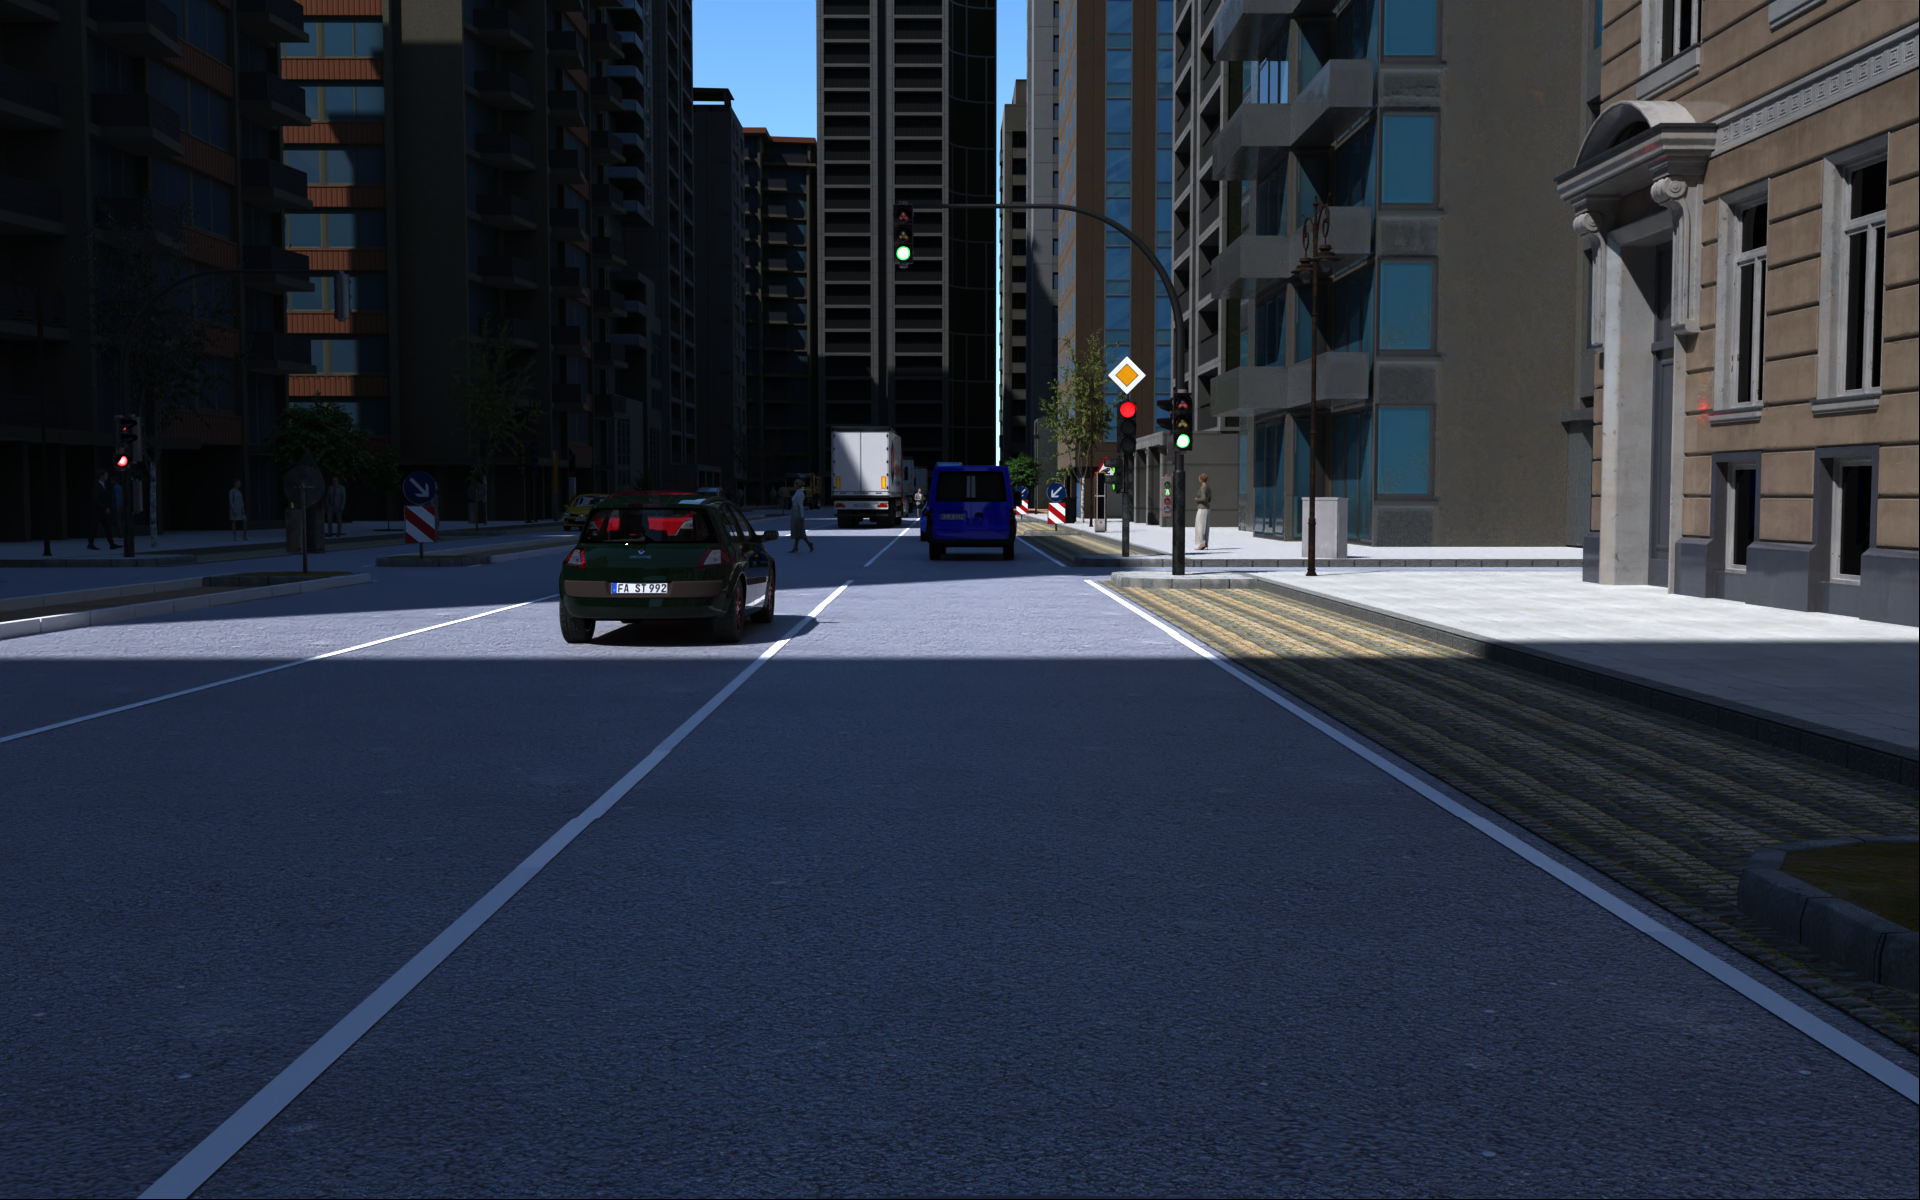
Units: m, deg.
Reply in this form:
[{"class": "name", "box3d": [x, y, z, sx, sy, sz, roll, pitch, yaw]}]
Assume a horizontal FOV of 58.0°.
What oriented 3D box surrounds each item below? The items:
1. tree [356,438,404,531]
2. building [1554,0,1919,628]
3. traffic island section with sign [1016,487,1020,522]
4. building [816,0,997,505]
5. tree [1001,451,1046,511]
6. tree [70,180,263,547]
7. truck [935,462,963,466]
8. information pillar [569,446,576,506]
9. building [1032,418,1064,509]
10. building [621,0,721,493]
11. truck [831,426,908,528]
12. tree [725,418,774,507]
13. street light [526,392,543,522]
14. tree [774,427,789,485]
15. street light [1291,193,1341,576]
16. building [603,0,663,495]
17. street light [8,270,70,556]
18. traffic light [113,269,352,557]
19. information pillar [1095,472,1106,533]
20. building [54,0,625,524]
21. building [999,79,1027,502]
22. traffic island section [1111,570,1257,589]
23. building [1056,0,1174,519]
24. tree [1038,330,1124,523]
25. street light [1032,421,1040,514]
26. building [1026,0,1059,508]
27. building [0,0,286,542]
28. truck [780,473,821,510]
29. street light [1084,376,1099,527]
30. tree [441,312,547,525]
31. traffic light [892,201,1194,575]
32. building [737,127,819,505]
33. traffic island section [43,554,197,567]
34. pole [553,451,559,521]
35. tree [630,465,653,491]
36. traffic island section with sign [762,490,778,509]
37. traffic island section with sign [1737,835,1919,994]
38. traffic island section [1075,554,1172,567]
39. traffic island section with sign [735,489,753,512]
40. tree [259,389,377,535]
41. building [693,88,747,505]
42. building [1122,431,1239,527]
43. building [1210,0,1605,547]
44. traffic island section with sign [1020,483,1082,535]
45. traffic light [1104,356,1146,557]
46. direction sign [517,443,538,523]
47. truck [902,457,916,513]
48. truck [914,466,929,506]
[{"class": "tree", "box3d": [-19.858, -4.019, 60.309, 1.663, 3.219, 1.824, 0, 3, 0]}, {"class": "building", "box3d": [15.437, -14.007, 14.912, 13.634, 28.700, 20.117, 0, 4, 0]}, {"class": "traffic island section with sign", "box3d": [3.000, -4.852, 87.959, 1.989, 1.847, 2.006, 0, 4, 0]}, {"class": "building", "box3d": [-5.979, -46.880, 204.744, 20.611, 71.187, 20.563, 0, 4, 0]}, {"class": "tree", "box3d": [4.877, -9.091, 132.357, 4.285, 4.588, 4.351, 0, 3, 0]}, {"class": "tree", "box3d": [-19.295, -5.583, 41.644, 4.360, 8.622, 3.978, 0, 3, 0]}, {"class": "truck", "box3d": [-1.048, -9.145, 139.278, 2.967, 4.110, 18.799, 0, 4, 1]}, {"class": "information pillar", "box3d": [-18.973, -5.712, 84.741, 0.504, 3.616, 0.183, 3, 5, 45]}, {"class": "building", "box3d": [17.776, -50.557, 139.281, 22.319, 86.520, 31.000, 0, 4, 0]}, {"class": "building", "box3d": [-31.856, -43.562, 150.497, 20.563, 71.187, 20.611, 0, 4, 0]}, {"class": "truck", "box3d": [-3.964, -5.390, 77.041, 2.839, 4.237, 11.283, 0, 4, 1]}, {"class": "tree", "box3d": [-20.656, -13.317, 168.097, 4.360, 8.622, 3.978, 0, 3, 0]}, {"class": "street light", "box3d": [-19.237, -6.460, 78.405, 0.468, 5.910, 1.993, 0, 4, 0]}, {"class": "tree", "box3d": [-20.393, -14.531, 187.938, 4.360, 8.622, 3.978, 0, 3, 0]}, {"class": "street light", "box3d": [5.508, -3.314, 26.971, 0.468, 5.910, 1.993, 0, 4, 0]}, {"class": "building", "box3d": [-33.458, -49.638, 124.259, 22.319, 86.520, 31.000, 0, 4, 0]}, {"class": "street light", "box3d": [-18.987, -3.857, 35.855, 0.468, 5.910, 1.993, 0, 4, 0]}, {"class": "traffic light", "box3d": [-14.801, -3.701, 35.179, 4.771, 5.953, 1.251, 0, 4, 0]}, {"class": "information pillar", "box3d": [4.682, -3.265, 57.883, 0.304, 2.012, 0.304, 0, 4, -8]}, {"class": "building", "box3d": [-30.657, -26.894, 94.347, 22.147, 44.769, 28.867, 0, 4, 0]}, {"class": "building", "box3d": [15.433, -35.639, 206.393, 21.600, 48.544, 21.300, 0, 4, 0]}, {"class": "traffic island section", "box3d": [3.472, -0.315, 27.433, 2.009, 0.180, 2.903, 0, 4, 0]}, {"class": "building", "box3d": [12.808, -27.252, 95.676, 14.600, 45.320, 14.200, 0, 4, 0]}, {"class": "tree", "box3d": [5.468, -7.767, 77.349, 4.737, 8.622, 4.395, 0, 3, 0]}, {"class": "street light", "box3d": [4.822, -8.377, 109.759, 0.468, 5.910, 1.993, 0, 4, 0]}, {"class": "building", "box3d": [16.989, -38.390, 169.681, 21.231, 58.520, 28.212, 0, 4, 0]}, {"class": "building", "box3d": [-34.731, -24.520, 55.519, 22.147, 44.769, 28.867, 0, 4, 0]}, {"class": "truck", "box3d": [-14.730, -10.169, 162.192, 3.469, 3.379, 9.791, 0, 4, 1]}, {"class": "street light", "box3d": [5.157, -5.820, 67.947, 0.468, 5.910, 1.993, 0, 4, 0]}, {"class": "tree", "box3d": [-19.376, -7.383, 71.070, 4.737, 8.622, 4.395, 0, 3, 0]}, {"class": "traffic light", "box3d": [1.341, -3.211, 27.161, 4.771, 5.953, 1.251, 0, 4, 0]}, {"class": "building", "box3d": [-30.974, -33.730, 206.107, 28.867, 44.769, 22.147, 0, 4, 0]}, {"class": "traffic island section", "box3d": [-16.932, -0.794, 35.262, 2.009, 0.180, 2.903, 0, 4, 0]}, {"class": "pole", "box3d": [-18.970, -5.348, 81.278, 0.158, 3.312, 0.155, 0, 3, 0]}, {"class": "tree", "box3d": [-20.736, -7.346, 114.715, 1.663, 3.219, 1.824, 0, 3, 0]}, {"class": "traffic island section with sign", "box3d": [-17.636, -9.501, 163.975, 1.989, 1.847, 2.006, 0, 4, 0]}, {"class": "traffic island section with sign", "box3d": [3.652, 0.195, 5.443, 1.989, 1.847, 2.006, 0, 4, 0]}, {"class": "traffic island section", "box3d": [3.409, -0.803, 35.418, 2.009, 0.180, 2.903, 0, 4, 0]}, {"class": "traffic island section with sign", "box3d": [-17.420, -7.853, 137.020, 1.989, 1.847, 2.006, 0, 4, 0]}, {"class": "tree", "box3d": [-20.134, -4.319, 54.324, 4.285, 4.588, 4.351, 0, 3, 0]}, {"class": "building", "box3d": [-29.288, -30.178, 177.002, 14.086, 41.232, 14.154, 0, 4, 0]}, {"class": "building", "box3d": [17.997, -38.613, 69.569, 20.563, 71.187, 20.611, 0, 4, 0]}, {"class": "building", "box3d": [22.688, -26.333, 50.157, 30.456, 49.044, 23.786, 0, 4, 0]}, {"class": "traffic island section with sign", "box3d": [3.215, -3.173, 60.510, 1.989, 1.847, 2.006, 0, 4, 0]}, {"class": "traffic light", "box3d": [3.369, -2.837, 35.303, 0.839, 4.253, 0.868, 0, 4, 0]}, {"class": "direction sign", "box3d": [-19.069, -5.167, 76.480, 0.876, 3.537, 0.379, -1, 4, -18]}, {"class": "truck", "box3d": [-4.870, -8.983, 135.778, 2.839, 4.237, 11.283, 0, 4, -1]}, {"class": "truck", "box3d": [-4.641, -11.757, 181.137, 2.839, 4.237, 11.283, 0, 4, -1]}]
